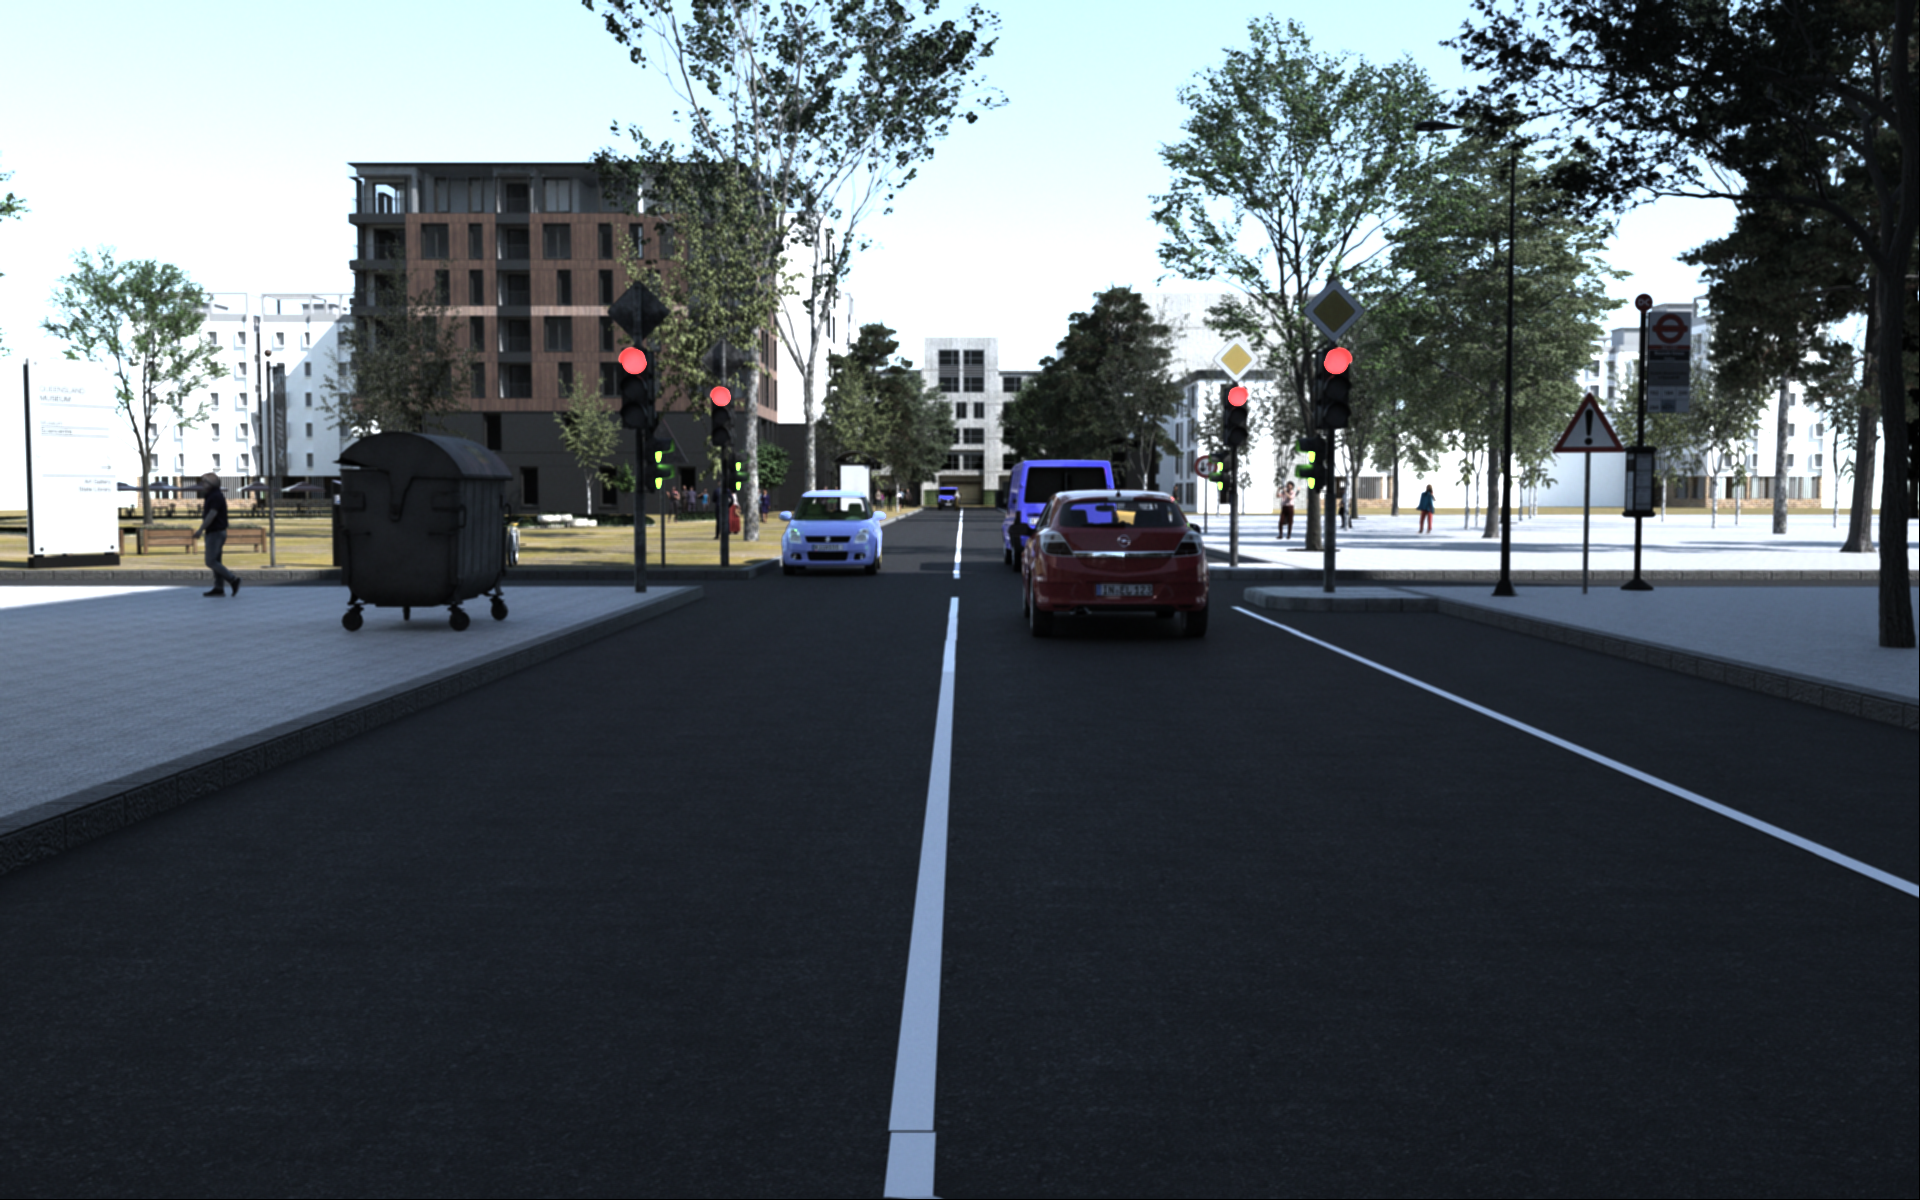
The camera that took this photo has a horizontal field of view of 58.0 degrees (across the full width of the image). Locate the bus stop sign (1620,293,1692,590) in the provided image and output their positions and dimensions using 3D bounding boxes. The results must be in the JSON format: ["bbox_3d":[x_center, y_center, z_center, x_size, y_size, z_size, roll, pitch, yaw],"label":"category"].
[{"bbox_3d":[9.305,-2.106,23.132,0.855,3.939,0.416,0,4,-2],"label":"bus stop sign"}]

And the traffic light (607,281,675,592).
[{"bbox_3d":[-4.155,-2.035,22.519,0.839,4.213,0.868,0,3,0],"label":"traffic light"}]

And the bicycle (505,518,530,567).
[{"bbox_3d":[-7.999,-1.086,30.982,0.635,0.972,1.543,-1,4,-9],"label":"bicycle"}]

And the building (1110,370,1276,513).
[{"bbox_3d":[16.834,-11.564,131.212,9.099,9.664,28.070,0,3,0],"label":"building"}]

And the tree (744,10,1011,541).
[{"bbox_3d":[-4.702,-11.749,47.986,12.611,20.169,13.585,0,3,0],"label":"tree"}]

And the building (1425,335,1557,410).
[{"bbox_3d":[61.188,-21.153,202.268,11.380,20.091,16.016,0,3,0],"label":"building"}]

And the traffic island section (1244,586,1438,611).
[{"bbox_3d":[4.846,-0.021,22.632,2.009,0.180,2.903,0,3,0],"label":"traffic island section"}]

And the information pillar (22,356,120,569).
[{"bbox_3d":[-15.557,-2.387,30.337,0.184,3.620,1.656,2,4,27],"label":"information pillar"}]

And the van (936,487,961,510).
[{"bbox_3d":[-1.006,-9.262,155.812,2.240,2.365,5.245,0,4,0],"label":"van"}]

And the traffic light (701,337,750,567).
[{"bbox_3d":[-4.141,-2.524,30.505,0.839,4.213,0.868,0,3,0],"label":"traffic light"}]

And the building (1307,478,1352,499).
[{"bbox_3d":[41.457,-15.723,199.214,28.070,9.664,9.099,0,3,0],"label":"building"}]

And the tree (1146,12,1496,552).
[{"bbox_3d":[7.767,-6.896,38.503,9.928,11.665,9.643,0,3,0],"label":"tree"}]

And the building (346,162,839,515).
[{"bbox_3d":[-23.718,-17.080,123.227,27.936,21.610,32.646,0,3,0],"label":"building"}]

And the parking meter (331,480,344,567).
[{"bbox_3d":[-10.888,-1.356,30.583,0.372,1.533,0.369,0,3,0],"label":"parking meter"}]

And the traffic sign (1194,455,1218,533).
[{"bbox_3d":[8.014,-3.444,56.417,0.768,2.556,0.104,1,4,9],"label":"traffic sign"}]

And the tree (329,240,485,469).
[{"bbox_3d":[-15.654,-6.098,50.063,4.360,8.622,3.978,0,3,0],"label":"tree"}]

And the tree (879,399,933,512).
[{"bbox_3d":[-4.203,-10.534,122.600,4.360,8.622,3.978,0,3,0],"label":"tree"}]

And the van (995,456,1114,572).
[{"bbox_3d":[1.869,-1.791,33.673,2.240,2.365,5.245,0,4,-1],"label":"van"}]

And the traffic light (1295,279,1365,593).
[{"bbox_3d":[4.806,-2.035,22.519,0.839,4.213,0.868,0,3,0],"label":"traffic light"}]

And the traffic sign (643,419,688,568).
[{"bbox_3d":[-5.142,-1.831,29.943,0.884,2.594,0.081,0,4,4],"label":"traffic sign"}]

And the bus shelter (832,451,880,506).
[{"bbox_3d":[-4.957,-5.469,83.335,2.014,3.302,5.546,0,3,0],"label":"bus shelter"}]

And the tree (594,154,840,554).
[{"bbox_3d":[-5.287,-5.286,36.795,4.737,8.622,4.395,0,3,0],"label":"tree"}]

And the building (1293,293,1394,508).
[{"bbox_3d":[35.108,-19.138,169.324,11.380,20.091,16.016,0,3,0],"label":"building"}]

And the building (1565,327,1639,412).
[{"bbox_3d":[72.568,-21.145,202.142,11.380,20.091,16.016,0,3,0],"label":"building"}]

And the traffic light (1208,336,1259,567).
[{"bbox_3d":[4.820,-2.524,30.504,0.839,4.213,0.868,0,3,0],"label":"traffic light"}]

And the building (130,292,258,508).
[{"bbox_3d":[-71.192,-19.076,168.315,11.380,20.091,16.016,0,3,0],"label":"building"}]

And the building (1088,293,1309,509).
[{"bbox_3d":[20.806,-17.993,160.645,16.747,18.905,31.486,0,3,0],"label":"building"}]

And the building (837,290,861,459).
[{"bbox_3d":[-15.467,-19.107,168.818,11.380,20.091,16.016,0,3,0],"label":"building"}]

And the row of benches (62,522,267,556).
[{"bbox_3d":[-16.845,-1.316,36.975,4.104,0.672,1.422,-3,4,-38],"label":"row of benches"}]

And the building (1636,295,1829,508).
[{"bbox_3d":[75.042,-19.104,168.764,11.380,20.091,16.016,0,3,0],"label":"building"}]

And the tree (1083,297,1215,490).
[{"bbox_3d":[6.872,-7.025,65.215,4.360,8.622,3.978,0,3,0],"label":"tree"}]

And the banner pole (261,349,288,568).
[{"bbox_3d":[-11.798,-2.439,29.898,0.863,3.779,0.401,3,5,43],"label":"banner pole"}]

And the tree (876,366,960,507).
[{"bbox_3d":[-4.522,-16.122,170.247,9.857,13.997,8.962,0,3,0],"label":"tree"}]

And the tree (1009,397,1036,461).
[{"bbox_3d":[7.965,-11.136,104.126,6.751,12.117,7.091,0,3,0],"label":"tree"}]

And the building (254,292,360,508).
[{"bbox_3d":[-59.493,-19.117,168.988,11.380,20.091,16.016,0,3,0],"label":"building"}]

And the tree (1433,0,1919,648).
[{"bbox_3d":[7.544,-4.887,14.322,7.601,10.594,8.767,1,4,10],"label":"tree"}]

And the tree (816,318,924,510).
[{"bbox_3d":[-5.627,-11.307,106.927,6.751,12.117,7.091,0,3,0],"label":"tree"}]

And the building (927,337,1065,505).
[{"bbox_3d":[11.687,-20.586,203.032,31.486,18.905,16.747,0,3,0],"label":"building"}]

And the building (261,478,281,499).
[{"bbox_3d":[-62.805,-20.564,202.672,31.486,18.905,16.747,0,3,0],"label":"building"}]

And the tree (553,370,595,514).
[{"bbox_3d":[-21.998,-9.308,102.543,4.737,8.622,4.395,0,3,0],"label":"tree"}]

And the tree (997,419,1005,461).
[{"bbox_3d":[7.465,-13.018,138.592,9.928,11.665,9.643,0,3,0],"label":"tree"}]

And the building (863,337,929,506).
[{"bbox_3d":[-19.800,-20.533,202.179,31.486,18.905,16.747,0,3,0],"label":"building"}]

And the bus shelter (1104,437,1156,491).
[{"bbox_3d":[7.252,-5.059,73.994,1.731,3.624,6.357,0,3,0],"label":"bus shelter"}]

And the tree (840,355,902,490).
[{"bbox_3d":[-5.353,-8.644,91.686,4.737,8.622,4.395,0,3,0],"label":"tree"}]

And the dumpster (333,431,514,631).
[{"bbox_3d":[-5.192,-0.678,16.847,1.264,1.857,1.865,0,4,0],"label":"dumpster"}]

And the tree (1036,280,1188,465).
[{"bbox_3d":[8.125,-10.189,88.648,6.751,12.117,7.091,0,3,0],"label":"tree"}]

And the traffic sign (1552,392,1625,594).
[{"bbox_3d":[8.046,-1.359,22.226,0.884,2.594,0.081,1,4,9],"label":"traffic sign"}]

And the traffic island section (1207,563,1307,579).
[{"bbox_3d":[4.860,-0.510,30.617,2.009,0.180,2.903,0,3,0],"label":"traffic island section"}]

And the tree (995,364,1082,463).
[{"bbox_3d":[7.000,-11.476,122.038,8.767,10.594,7.601,-1,4,-17],"label":"tree"}]

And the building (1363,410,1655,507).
[{"bbox_3d":[54.838,-14.105,172.764,28.070,9.664,9.099,0,3,0],"label":"building"}]
